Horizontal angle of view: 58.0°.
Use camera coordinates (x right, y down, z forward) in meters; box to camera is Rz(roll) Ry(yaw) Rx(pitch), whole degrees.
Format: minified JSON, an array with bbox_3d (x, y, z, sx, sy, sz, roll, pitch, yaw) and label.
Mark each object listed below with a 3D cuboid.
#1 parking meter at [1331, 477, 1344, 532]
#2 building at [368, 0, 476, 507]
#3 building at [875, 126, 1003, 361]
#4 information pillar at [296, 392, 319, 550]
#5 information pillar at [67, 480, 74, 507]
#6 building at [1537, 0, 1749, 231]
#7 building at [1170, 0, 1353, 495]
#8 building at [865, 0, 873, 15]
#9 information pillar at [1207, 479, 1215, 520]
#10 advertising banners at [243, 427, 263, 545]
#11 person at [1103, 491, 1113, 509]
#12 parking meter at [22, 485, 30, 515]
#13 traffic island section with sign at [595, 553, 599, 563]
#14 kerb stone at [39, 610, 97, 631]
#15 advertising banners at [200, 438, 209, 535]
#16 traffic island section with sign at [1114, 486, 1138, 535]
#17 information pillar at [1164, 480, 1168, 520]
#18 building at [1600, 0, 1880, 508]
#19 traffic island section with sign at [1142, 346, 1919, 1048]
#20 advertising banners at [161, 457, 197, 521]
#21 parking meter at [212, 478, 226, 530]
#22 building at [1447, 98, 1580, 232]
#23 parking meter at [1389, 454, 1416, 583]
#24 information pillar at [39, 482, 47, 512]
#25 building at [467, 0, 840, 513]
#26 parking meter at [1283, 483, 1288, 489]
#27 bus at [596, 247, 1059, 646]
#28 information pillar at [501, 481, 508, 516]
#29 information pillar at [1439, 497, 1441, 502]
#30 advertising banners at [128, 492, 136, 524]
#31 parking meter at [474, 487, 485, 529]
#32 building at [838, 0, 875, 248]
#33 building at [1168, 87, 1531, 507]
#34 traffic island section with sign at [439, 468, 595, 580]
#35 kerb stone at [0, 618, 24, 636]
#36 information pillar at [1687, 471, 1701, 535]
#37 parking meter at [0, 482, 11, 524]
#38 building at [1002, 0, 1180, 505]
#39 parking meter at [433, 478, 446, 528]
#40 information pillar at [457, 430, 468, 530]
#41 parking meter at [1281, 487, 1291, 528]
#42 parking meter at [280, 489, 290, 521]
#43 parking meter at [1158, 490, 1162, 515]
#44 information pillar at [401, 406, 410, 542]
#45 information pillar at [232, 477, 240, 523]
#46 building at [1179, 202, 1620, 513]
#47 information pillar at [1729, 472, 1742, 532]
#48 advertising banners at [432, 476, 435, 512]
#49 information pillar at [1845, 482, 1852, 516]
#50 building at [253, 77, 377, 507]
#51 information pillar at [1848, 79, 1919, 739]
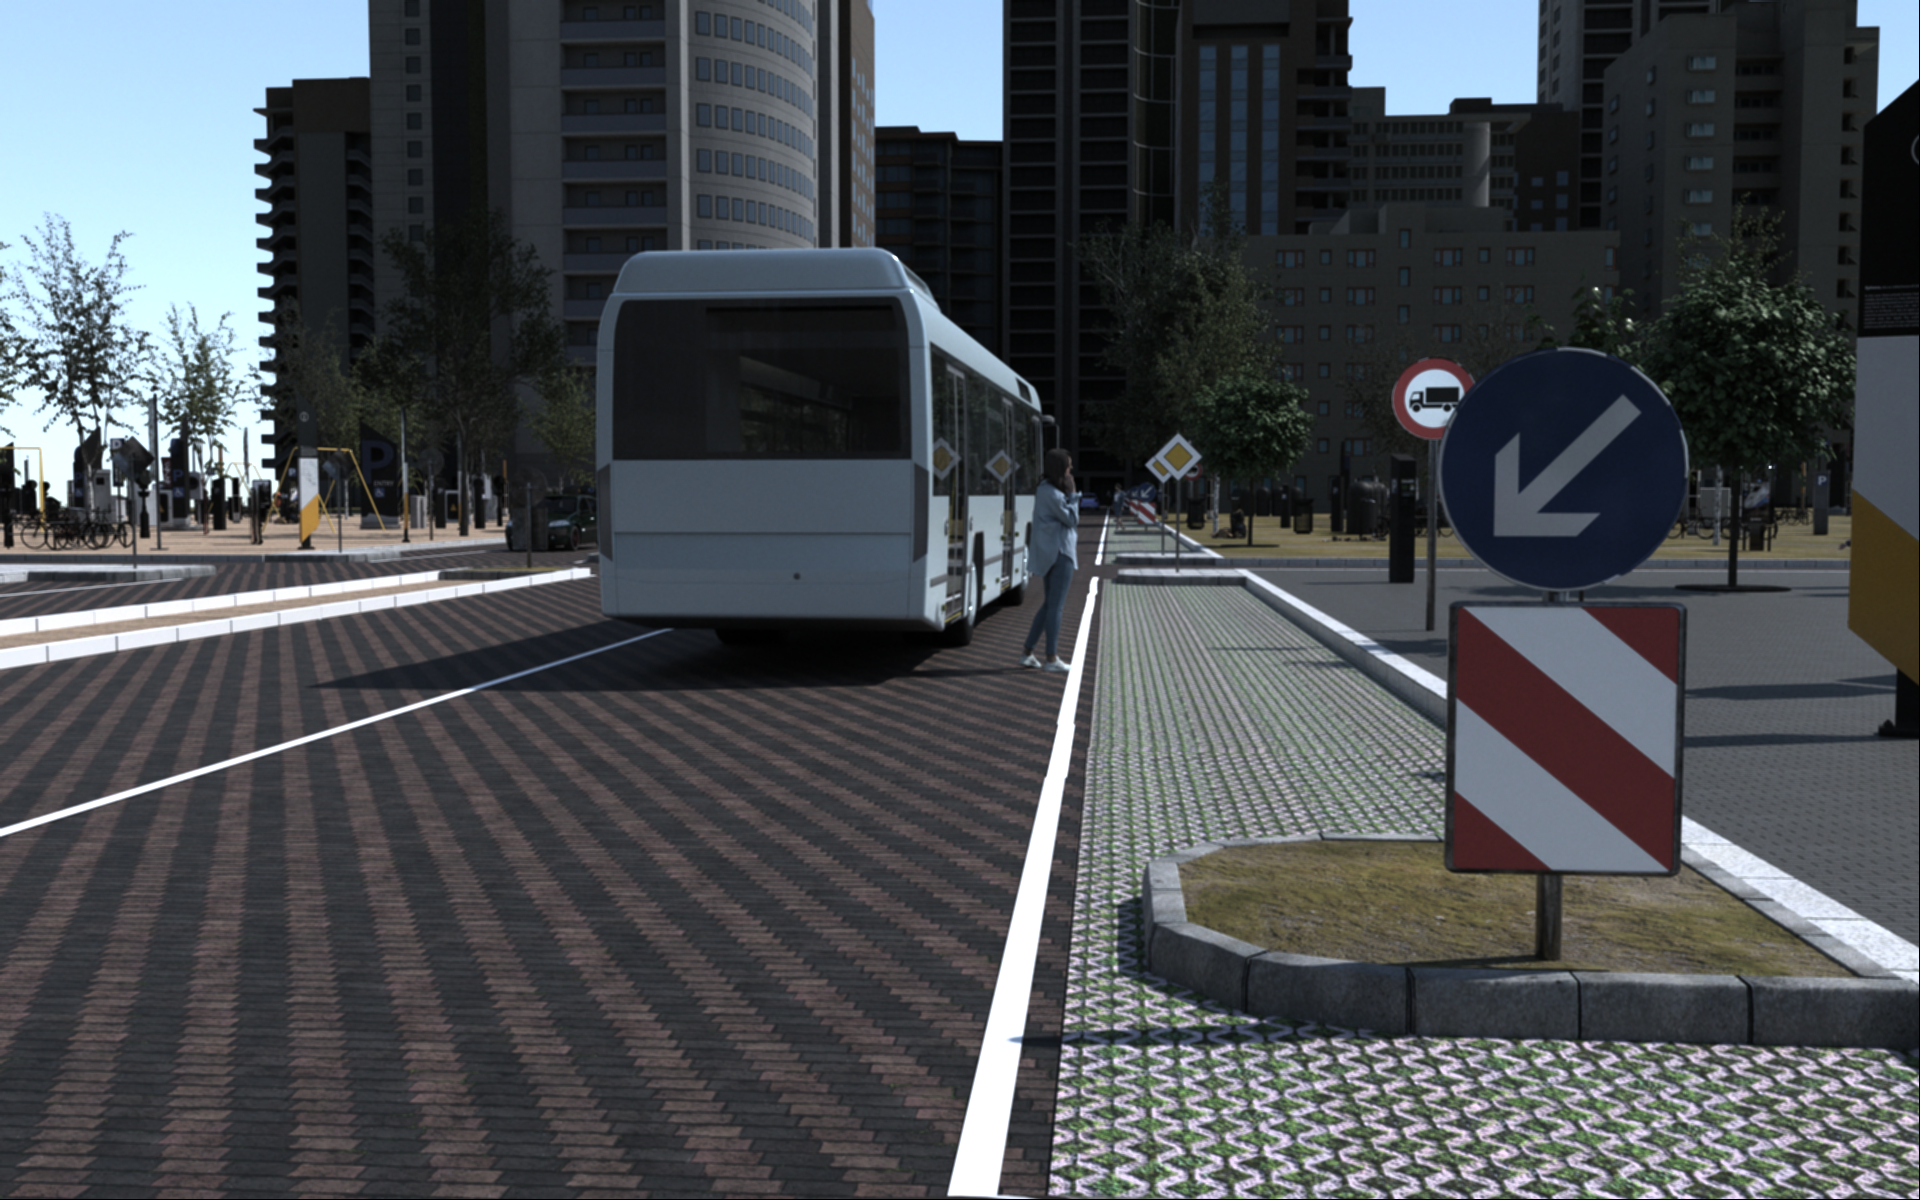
[{"bbox_3d":[12.759,-3.233,58.568,0.255,1.863,0.399,-3,5,-39],"label":"parking meter"},{"bbox_3d":[-46.664,-45.313,179.119,20.611,71.187,20.563,0,4,5],"label":"building"},{"bbox_3d":[-8.714,-33.921,209.237,28.867,44.769,22.147,0,4,5],"label":"building"},{"bbox_3d":[-15.068,-2.975,40.001,0.183,3.616,0.504,2,4,35],"label":"information pillar"},{"bbox_3d":[-46.782,-5.302,91.172,0.304,2.012,0.304,-3,5,-42],"label":"information pillar"},{"bbox_3d":[79.199,-46.579,199.816,20.611,71.187,20.563,0,4,5],"label":"building"},{"bbox_3d":[25.914,-30.659,151.388,14.600,45.320,14.200,0,4,5],"label":"building"},{"bbox_3d":[-21.131,-52.706,174.415,31.000,86.520,22.319,0,4,5],"label":"building"},{"bbox_3d":[12.616,-5.047,87.017,0.304,2.012,0.304,-3,4,-36],"label":"information pillar"},{"bbox_3d":[-18.197,-2.958,44.550,0.090,3.025,2.074,-2,4,-32],"label":"advertising banners"},{"bbox_3d":[13.847,-9.349,162.080,1.217,1.736,0.721,-3,4,-37],"label":"person"},{"bbox_3d":[-58.077,-6.235,107.654,0.255,1.863,0.399,0,4,3],"label":"parking meter"},{"bbox_3d":[-6.895,-1.759,36.902,2.006,1.907,1.989,0,4,5],"label":"traffic island section with sign"},{"bbox_3d":[-9.579,0.231,18.464,0.120,0.150,1.000,0,4,5],"label":"kerb stone"},{"bbox_3d":[-23.822,-3.572,54.592,0.090,3.025,2.074,-1,4,-19],"label":"advertising banners"},{"bbox_3d":[6.436,-3.198,60.918,1.989,1.847,2.006,0,4,5],"label":"traffic island section with sign"},{"bbox_3d":[10.337,-5.071,87.406,0.304,2.012,0.304,0,4,3],"label":"information pillar"},{"bbox_3d":[76.042,-33.332,168.674,21.600,48.544,21.300,0,4,5],"label":"building"},{"bbox_3d":[1.587,0.193,5.467,1.989,1.847,2.006,0,4,5],"label":"traffic island section with sign"},{"bbox_3d":[-36.547,-5.219,81.513,2.074,3.025,0.090,0,4,1],"label":"advertising banners"},{"bbox_3d":[-26.266,-3.405,61.375,0.399,1.863,0.255,0,4,5],"label":"parking meter"},{"bbox_3d":[61.577,-33.564,198.884,14.200,45.320,14.600,0,4,5],"label":"building"},{"bbox_3d":[6.393,-1.181,25.016,0.255,1.863,0.399,0,4,-8],"label":"parking meter"},{"bbox_3d":[-54.093,-5.976,102.191,0.304,2.012,0.304,-1,4,-15],"label":"information pillar"},{"bbox_3d":[-21.445,-35.783,127.048,21.231,58.520,28.212,0,4,5],"label":"building"},{"bbox_3d":[17.226,-5.261,91.722,0.255,1.863,0.399,0,4,2],"label":"parking meter"},{"bbox_3d":[-0.722,-1.514,19.618,2.948,3.499,13.247,0,4,7],"label":"bus"},{"bbox_3d":[-26.588,-5.906,101.063,0.304,2.012,0.304,1,4,15],"label":"information pillar"},{"bbox_3d":[23.997,-5.780,85.864,0.504,3.616,0.183,2,4,27],"label":"information pillar"},{"bbox_3d":[-34.818,-4.711,73.217,0.090,3.025,2.074,-1,4,-9],"label":"advertising banners"},{"bbox_3d":[-17.737,-3.397,63.954,0.372,1.533,0.369,0,3,0],"label":"parking meter"},{"bbox_3d":[-15.060,-30.461,148.141,14.600,45.320,14.200,0,4,5],"label":"building"},{"bbox_3d":[36.684,-29.249,170.101,32.217,40.220,23.993,0,4,5],"label":"building"},{"bbox_3d":[-7.550,-1.308,29.523,2.006,1.907,1.989,0,4,5],"label":"traffic island section with sign"},{"bbox_3d":[-9.670,0.291,17.437,0.120,0.150,1.000,0,4,5],"label":"kerb stone"},{"bbox_3d":[23.000,-3.045,54.283,0.304,2.012,0.304,2,4,35],"label":"information pillar"},{"bbox_3d":[-41.328,-4.236,74.969,0.399,1.863,0.255,0,4,-5],"label":"parking meter"},{"bbox_3d":[15.845,-46.913,205.287,20.611,71.187,20.563,0,4,5],"label":"building"},{"bbox_3d":[-19.430,-3.606,64.666,0.399,1.863,0.255,-2,4,-28],"label":"parking meter"},{"bbox_3d":[-17.787,-4.317,61.934,0.504,3.616,0.183,3,4,39],"label":"information pillar"},{"bbox_3d":[12.283,-3.479,65.295,0.372,1.533,0.369,0,3,0],"label":"parking meter"},{"bbox_3d":[-32.535,-4.584,83.357,0.372,1.533,0.369,0,3,0],"label":"parking meter"},{"bbox_3d":[12.074,-5.855,104.147,0.372,1.533,0.369,0,3,0],"label":"parking meter"},{"bbox_3d":[-14.708,-3.337,45.908,0.183,3.616,0.504,-1,4,-22],"label":"information pillar"},{"bbox_3d":[-31.797,-4.378,76.069,0.304,2.012,0.304,-1,4,-21],"label":"information pillar"},{"bbox_3d":[30.712,-17.392,129.399,27.650,21.520,28.899,0,4,5],"label":"building"},{"bbox_3d":[25.701,-3.234,57.372,0.304,2.012,0.304,1,4,10],"label":"information pillar"},{"bbox_3d":[-32.665,-6.872,108.549,2.074,3.025,0.090,3,5,41],"label":"advertising banners"},{"bbox_3d":[52.611,-5.992,102.468,0.304,2.012,0.304,-3,5,-43],"label":"information pillar"},{"bbox_3d":[-64.446,-32.655,184.027,14.200,45.320,14.600,0,4,5],"label":"building"},{"bbox_3d":[4.981,-1.085,9.092,0.504,3.616,0.183,2,4,26],"label":"information pillar"}]
